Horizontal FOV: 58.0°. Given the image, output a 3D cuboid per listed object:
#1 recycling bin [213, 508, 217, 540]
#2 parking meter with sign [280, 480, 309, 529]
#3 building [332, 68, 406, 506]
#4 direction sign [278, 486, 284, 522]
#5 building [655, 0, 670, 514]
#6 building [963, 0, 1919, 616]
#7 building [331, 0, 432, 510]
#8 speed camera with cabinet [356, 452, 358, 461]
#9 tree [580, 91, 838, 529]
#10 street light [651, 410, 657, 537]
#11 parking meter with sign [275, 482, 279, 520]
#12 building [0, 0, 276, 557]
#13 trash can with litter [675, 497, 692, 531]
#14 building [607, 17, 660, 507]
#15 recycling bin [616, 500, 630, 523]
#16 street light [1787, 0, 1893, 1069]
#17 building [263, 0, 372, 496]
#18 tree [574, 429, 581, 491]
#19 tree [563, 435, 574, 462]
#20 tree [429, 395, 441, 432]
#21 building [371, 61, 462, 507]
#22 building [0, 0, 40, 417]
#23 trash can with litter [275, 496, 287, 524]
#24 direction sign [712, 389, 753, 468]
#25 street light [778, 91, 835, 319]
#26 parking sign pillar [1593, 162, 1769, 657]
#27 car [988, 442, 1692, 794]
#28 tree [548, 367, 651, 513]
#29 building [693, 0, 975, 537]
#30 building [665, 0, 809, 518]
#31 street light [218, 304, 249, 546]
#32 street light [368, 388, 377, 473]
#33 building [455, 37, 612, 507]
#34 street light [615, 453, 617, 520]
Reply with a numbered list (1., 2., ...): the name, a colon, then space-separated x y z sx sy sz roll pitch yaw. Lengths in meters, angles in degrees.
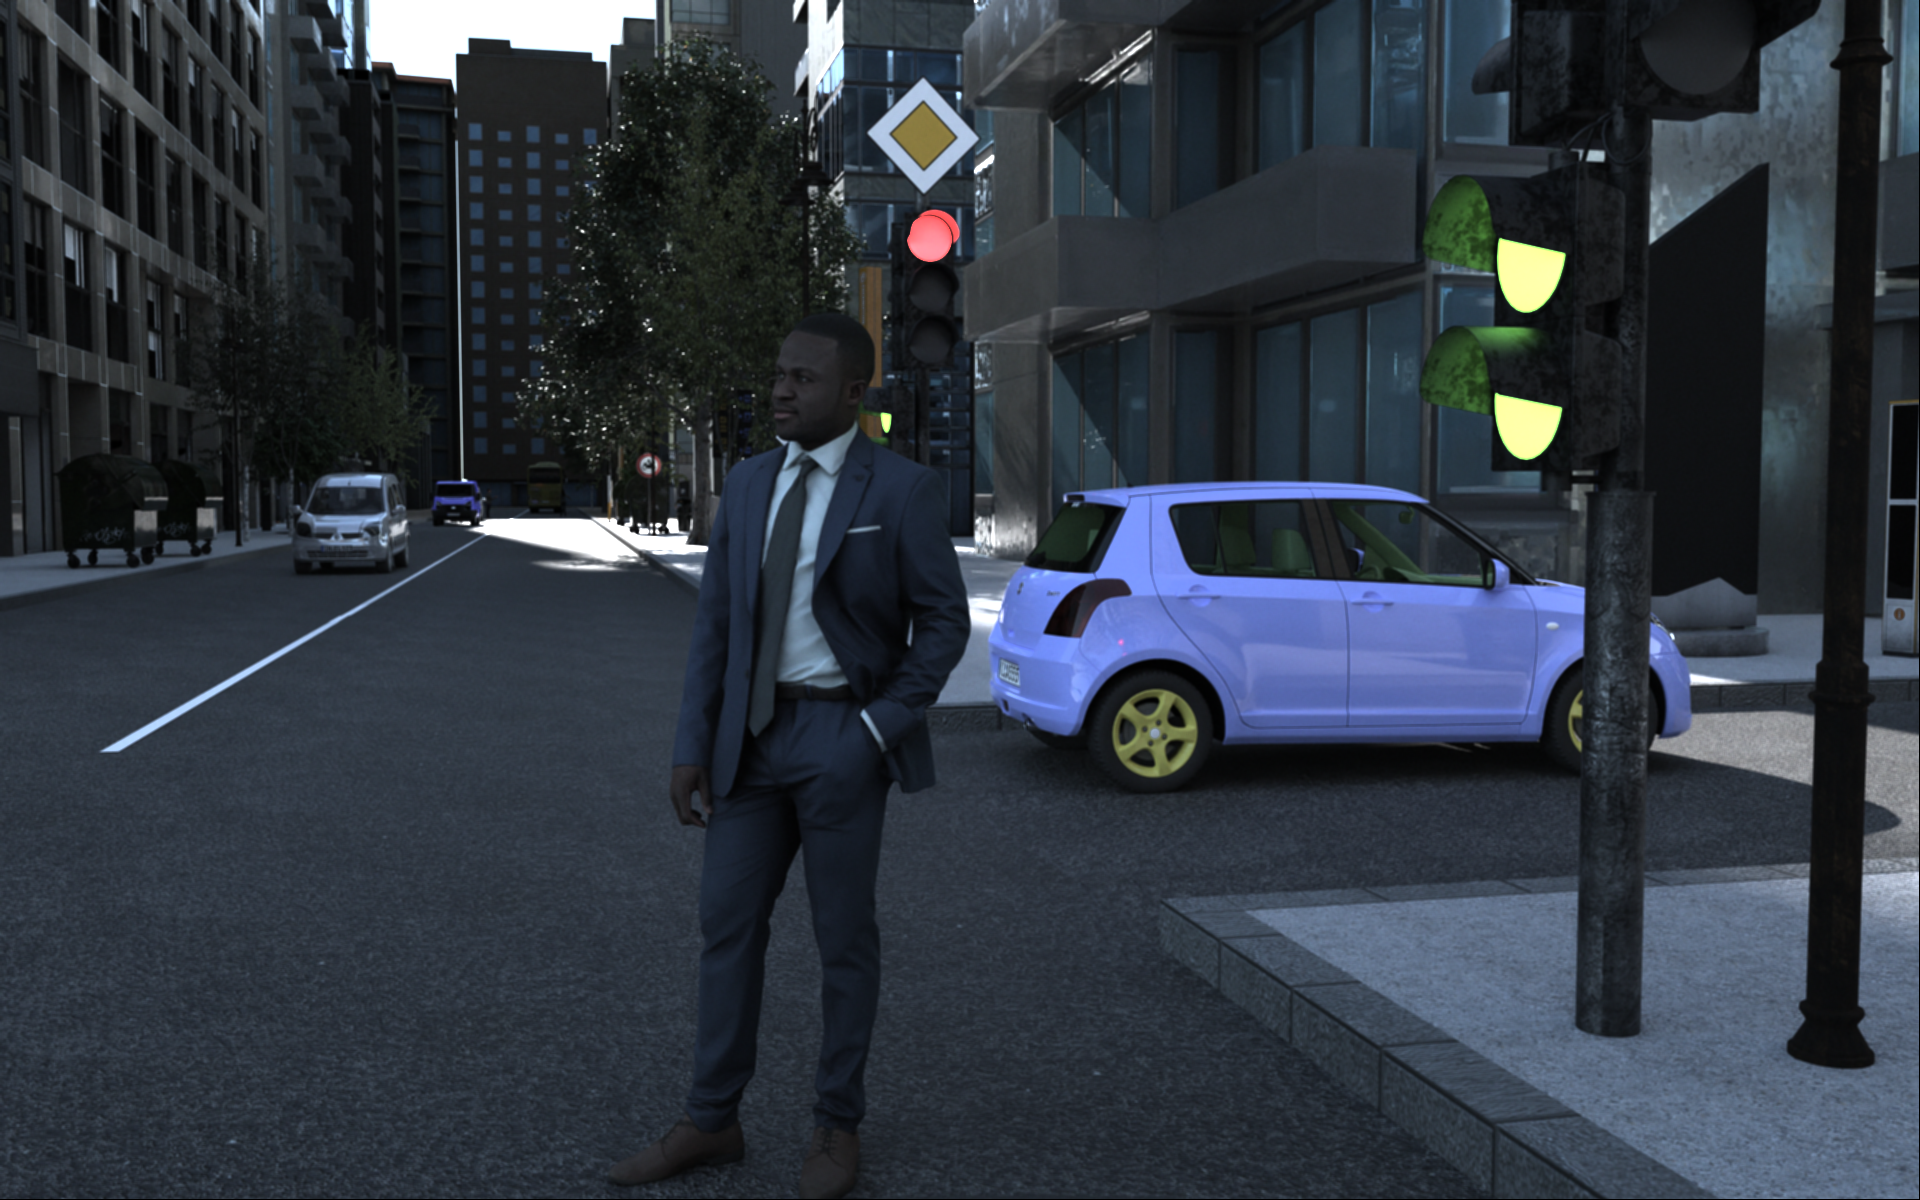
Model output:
1. recycling bin: -21.304 -2.200 48.524 0.722 1.027 0.722 0 4 -5
2. parking meter with sign: -24.098 -4.090 63.131 0.543 3.016 1.738 -3 5 -43
3. building: -45.659 -21.125 117.102 14.160 30.474 14.107 -1 4 -13
4. direction sign: -30.815 -5.281 78.347 0.379 3.537 0.876 0 4 -6
5. building: -10.619 -35.412 120.983 21.231 58.520 28.212 -1 4 -13
6. building: 14.952 -24.985 28.120 30.456 49.044 23.786 -1 4 -13
7. building: -59.575 -50.423 137.080 31.000 86.520 22.319 -1 4 -13
8. speed camera with cabinet: -26.636 -4.908 74.575 2.038 3.252 0.660 1 4 17
9. tree: -4.302 -4.992 31.989 4.737 8.622 4.395 0 3 0
10. street light: -9.251 -4.858 52.211 0.468 5.910 1.993 -1 4 -13
11. parking meter with sign: -31.110 -5.074 79.225 1.738 3.016 0.543 -1 4 -23
12. building: -32.525 -14.947 48.899 19.350 26.468 34.151 -1 4 -13
13. trash can with litter: -9.569 -2.948 59.588 0.624 1.170 1.055 -1 4 -17
14. building: -26.207 -34.176 182.482 21.600 48.544 21.300 -1 4 -13
15. recycling bin: -14.880 -3.943 77.020 0.722 1.027 0.722 0 4 1
16. street light: 1.986 -1.895 3.774 0.468 5.910 1.993 -1 4 -13
17. building: -45.535 -28.979 93.411 23.786 49.044 30.456 -1 4 -13
18. tree: -11.573 -6.904 63.250 4.737 8.622 4.395 0 3 0
19. tree: -20.964 -9.398 104.019 4.737 8.622 4.395 0 3 0
20. tree: -27.781 -8.185 84.191 4.737 8.622 4.395 0 3 0
21. building: -65.311 -31.793 174.444 28.867 44.769 22.147 -1 4 -13
22. building: -22.474 -13.914 20.997 14.314 27.812 24.014 -1 4 -13
23. trash can with litter: -29.705 -3.942 75.513 1.678 1.210 2.233 -2 4 -25
24. direction sign: -4.914 -2.780 37.457 0.876 3.537 0.379 -1 4 -21
25. street light: -1.813 -2.914 20.432 0.468 5.910 1.993 -1 4 -13
26. parking sign pillar: 5.889 -1.573 14.193 1.447 3.967 1.447 -1 4 -15
27. car: 2.020 0.019 9.274 3.694 1.707 1.945 -1 4 -12
28. tree: -24.610 -12.200 117.602 7.486 12.596 7.792 0 3 0
29. building: 2.049 -46.021 65.118 22.319 86.520 31.000 -1 4 -13
30. building: -9.933 -25.453 99.747 14.154 41.232 14.086 -1 4 -13
31. street light: -17.718 -4.256 42.366 0.468 5.910 1.993 -1 4 -13
32. street light: -25.379 -6.251 74.997 0.468 5.910 1.993 -1 4 -13
33. building: -42.811 -32.092 174.821 14.200 45.320 14.600 -1 4 -13
34. street light: -16.807 -6.835 84.542 0.468 5.910 1.993 -1 4 -13
